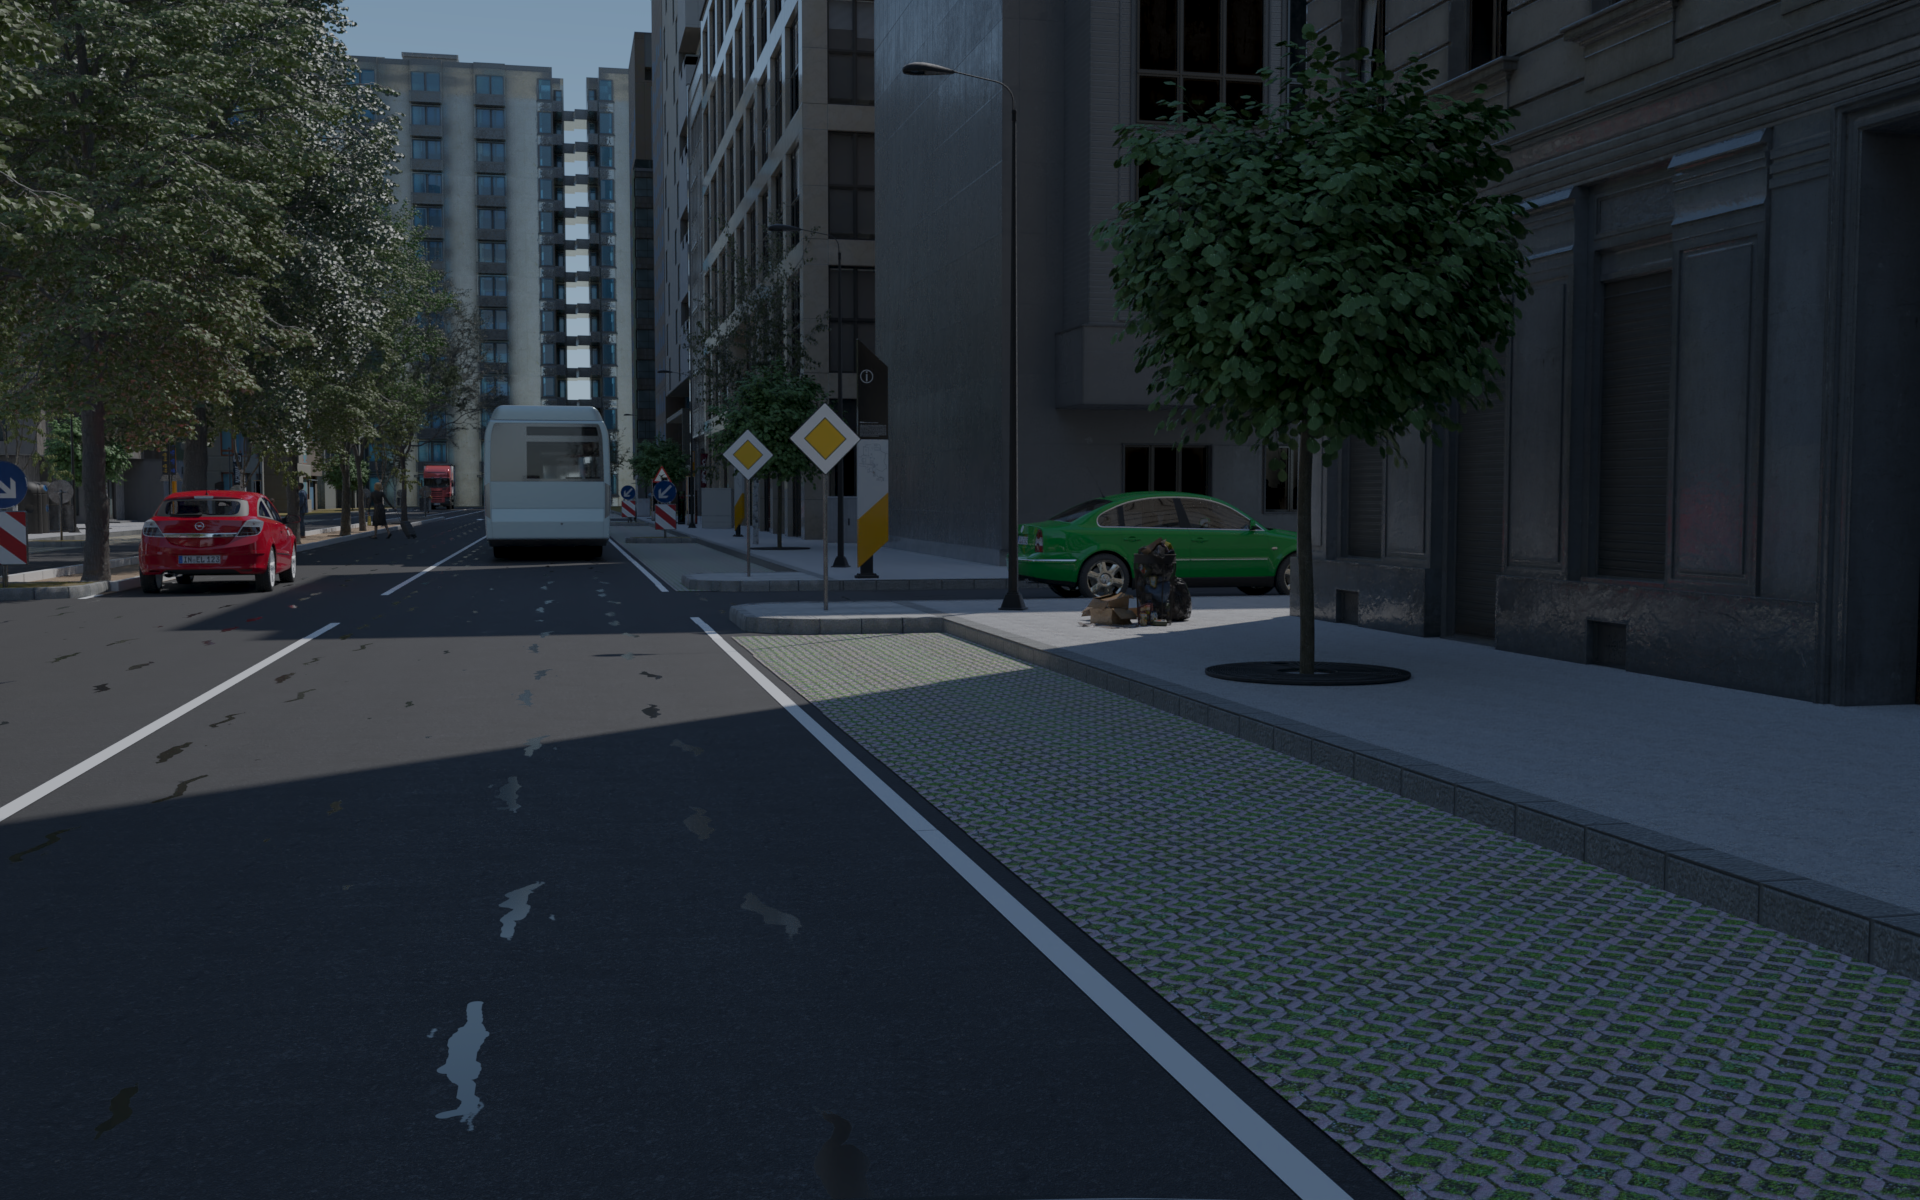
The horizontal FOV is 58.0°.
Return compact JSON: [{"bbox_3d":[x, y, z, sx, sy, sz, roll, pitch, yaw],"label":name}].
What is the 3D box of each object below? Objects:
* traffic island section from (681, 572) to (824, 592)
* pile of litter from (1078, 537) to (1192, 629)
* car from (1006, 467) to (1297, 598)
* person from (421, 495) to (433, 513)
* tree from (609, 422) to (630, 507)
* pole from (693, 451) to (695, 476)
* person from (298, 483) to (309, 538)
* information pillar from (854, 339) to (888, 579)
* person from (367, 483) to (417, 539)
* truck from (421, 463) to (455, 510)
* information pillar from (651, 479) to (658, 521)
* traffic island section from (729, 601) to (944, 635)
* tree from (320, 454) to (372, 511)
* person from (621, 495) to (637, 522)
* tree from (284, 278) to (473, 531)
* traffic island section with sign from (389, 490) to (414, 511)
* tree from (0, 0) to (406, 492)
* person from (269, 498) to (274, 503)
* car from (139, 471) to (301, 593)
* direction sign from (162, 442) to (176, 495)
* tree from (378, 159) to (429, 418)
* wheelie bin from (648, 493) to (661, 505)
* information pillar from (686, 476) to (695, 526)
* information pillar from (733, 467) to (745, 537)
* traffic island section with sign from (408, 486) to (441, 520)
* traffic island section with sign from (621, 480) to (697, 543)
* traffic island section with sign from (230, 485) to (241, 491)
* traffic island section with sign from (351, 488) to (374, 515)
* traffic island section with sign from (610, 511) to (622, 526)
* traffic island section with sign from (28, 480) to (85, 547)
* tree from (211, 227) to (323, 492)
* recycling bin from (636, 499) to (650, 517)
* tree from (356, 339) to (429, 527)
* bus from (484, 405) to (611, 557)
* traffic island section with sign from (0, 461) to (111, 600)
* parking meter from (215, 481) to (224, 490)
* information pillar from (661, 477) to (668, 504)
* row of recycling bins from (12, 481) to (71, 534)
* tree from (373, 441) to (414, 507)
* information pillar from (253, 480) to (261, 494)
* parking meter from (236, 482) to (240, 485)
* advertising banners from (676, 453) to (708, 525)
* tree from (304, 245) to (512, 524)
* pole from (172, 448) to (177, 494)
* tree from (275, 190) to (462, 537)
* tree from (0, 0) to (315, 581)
[{"bbox_3d":[-3.260,-0.283,26.909,2.009,0.180,2.903,-1,4,-13],"label":"traffic island section"},{"bbox_3d":[1.700,-0.204,17.300,1.176,0.858,1.719,3,5,41],"label":"pile of litter"},{"bbox_3d":[3.006,-0.900,23.509,4.718,1.807,1.959,-1,4,-13],"label":"car"},{"bbox_3d":[-40.295,-7.429,130.697,1.217,1.736,0.721,1,4,21],"label":"person"},{"bbox_3d":[-35.609,-13.821,176.331,4.360,8.622,3.978,0,3,0],"label":"tree"},{"bbox_3d":[-12.693,-5.410,82.296,0.158,3.312,0.155,0,3,0],"label":"pole"},{"bbox_3d":[-21.198,-2.879,55.751,0.419,1.800,0.721,-1,4,-19],"label":"person"},{"bbox_3d":[-1.344,-2.139,26.322,0.504,3.616,0.183,-1,4,-17],"label":"information pillar"},{"bbox_3d":[-18.259,-2.859,55.460,1.509,1.804,0.699,1,4,12],"label":"person"},{"bbox_3d":[-48.391,-10.524,160.976,2.839,4.237,11.283,-1,4,-14],"label":"truck"},{"bbox_3d":[-14.519,-4.764,82.378,0.304,2.012,0.304,-1,4,-19],"label":"information pillar"},{"bbox_3d":[-1.461,0.193,19.129,2.009,0.180,2.903,-1,4,-13],"label":"traffic island section"},{"bbox_3d":[-49.789,-9.657,141.610,4.285,4.588,4.351,0,3,0],"label":"tree"},{"bbox_3d":[-16.067,-4.592,84.059,0.782,1.767,0.515,-1,4,-10],"label":"person"},{"bbox_3d":[-23.019,-7.936,66.616,8.767,10.594,7.601,-1,4,-13],"label":"tree"},{"bbox_3d":[-48.334,-8.638,149.853,1.989,1.847,2.006,-1,4,-13],"label":"traffic island section with sign"},{"bbox_3d":[-16.003,-7.750,35.831,9.857,13.997,8.962,0,3,0],"label":"tree"},{"bbox_3d":[-28.319,-3.558,71.336,0.373,1.253,0.362,-1,4,-21],"label":"person"},{"bbox_3d":[-11.342,-1.077,26.646,2.155,1.783,4.494,-1,4,-15],"label":"car"},{"bbox_3d":[-32.077,-4.787,70.272,0.876,3.537,0.379,2,4,32],"label":"direction sign"},{"bbox_3d":[-19.189,-7.875,49.336,7.486,12.596,7.792,0,3,0],"label":"tree"},{"bbox_3d":[-15.273,-4.856,87.307,0.980,1.594,0.693,-2,4,-26],"label":"wheelie bin"},{"bbox_3d":[-10.998,-4.050,70.710,0.304,2.012,0.304,-1,4,-23],"label":"information pillar"},{"bbox_3d":[-6.622,-3.703,51.904,0.183,3.616,0.504,-3,4,-36],"label":"information pillar"},{"bbox_3d":[-30.147,-5.465,97.483,2.006,1.907,1.989,-1,4,-13],"label":"traffic island section with sign"},{"bbox_3d":[-8.812,-2.584,50.877,1.989,1.847,2.006,-1,4,-13],"label":"traffic island section with sign"},{"bbox_3d":[-30.702,-3.973,73.589,1.989,1.847,2.006,-1,4,-13],"label":"traffic island section with sign"},{"bbox_3d":[-42.002,-6.964,122.485,1.989,1.847,2.006,-1,4,-13],"label":"traffic island section with sign"},{"bbox_3d":[-15.037,-4.231,77.801,1.989,1.847,2.006,-1,4,-13],"label":"traffic island section with sign"},{"bbox_3d":[-24.617,-2.362,47.247,1.989,1.847,2.006,-1,4,-13],"label":"traffic island section with sign"},{"bbox_3d":[-17.948,-5.532,43.260,4.737,8.622,4.395,0,3,0],"label":"tree"},{"bbox_3d":[-17.921,-5.220,97.902,0.722,1.027,0.722,-1,4,-17],"label":"recycling bin"},{"bbox_3d":[-24.653,-7.394,73.717,4.737,8.622,4.395,0,3,0],"label":"tree"},{"bbox_3d":[-10.138,-2.915,42.525,2.948,3.499,13.247,-1,4,-13],"label":"bus"},{"bbox_3d":[-13.215,-0.987,24.270,2.006,1.907,1.989,-1,4,-13],"label":"traffic island section with sign"},{"bbox_3d":[-34.373,-4.569,80.410,0.399,1.863,0.255,2,4,29],"label":"parking meter"},{"bbox_3d":[-12.748,-4.300,74.795,0.304,2.012,0.304,0,4,-8],"label":"information pillar"},{"bbox_3d":[-30.231,-3.049,56.970,1.069,1.692,3.534,-1,4,-9],"label":"row of recycling bins"},{"bbox_3d":[-56.110,-13.535,171.662,4.360,8.622,3.978,0,3,0],"label":"tree"},{"bbox_3d":[-37.168,-5.330,91.642,0.304,2.012,0.304,-3,4,-38],"label":"information pillar"},{"bbox_3d":[-35.506,-4.874,85.401,0.255,1.863,0.399,0,4,-5],"label":"parking meter"},{"bbox_3d":[-11.360,-4.734,73.592,0.090,3.025,2.074,2,4,32],"label":"advertising banners"},{"bbox_3d":[-26.617,-10.386,82.633,12.009,13.543,11.850,0,3,0],"label":"tree"},{"bbox_3d":[-35.003,-5.094,77.130,0.158,3.312,0.155,0,3,0],"label":"pole"},{"bbox_3d":[-20.615,-7.942,58.057,9.928,11.665,9.643,0,3,0],"label":"tree"},{"bbox_3d":[-13.490,-6.489,26.679,7.486,12.596,7.792,0,3,0],"label":"tree"}]
